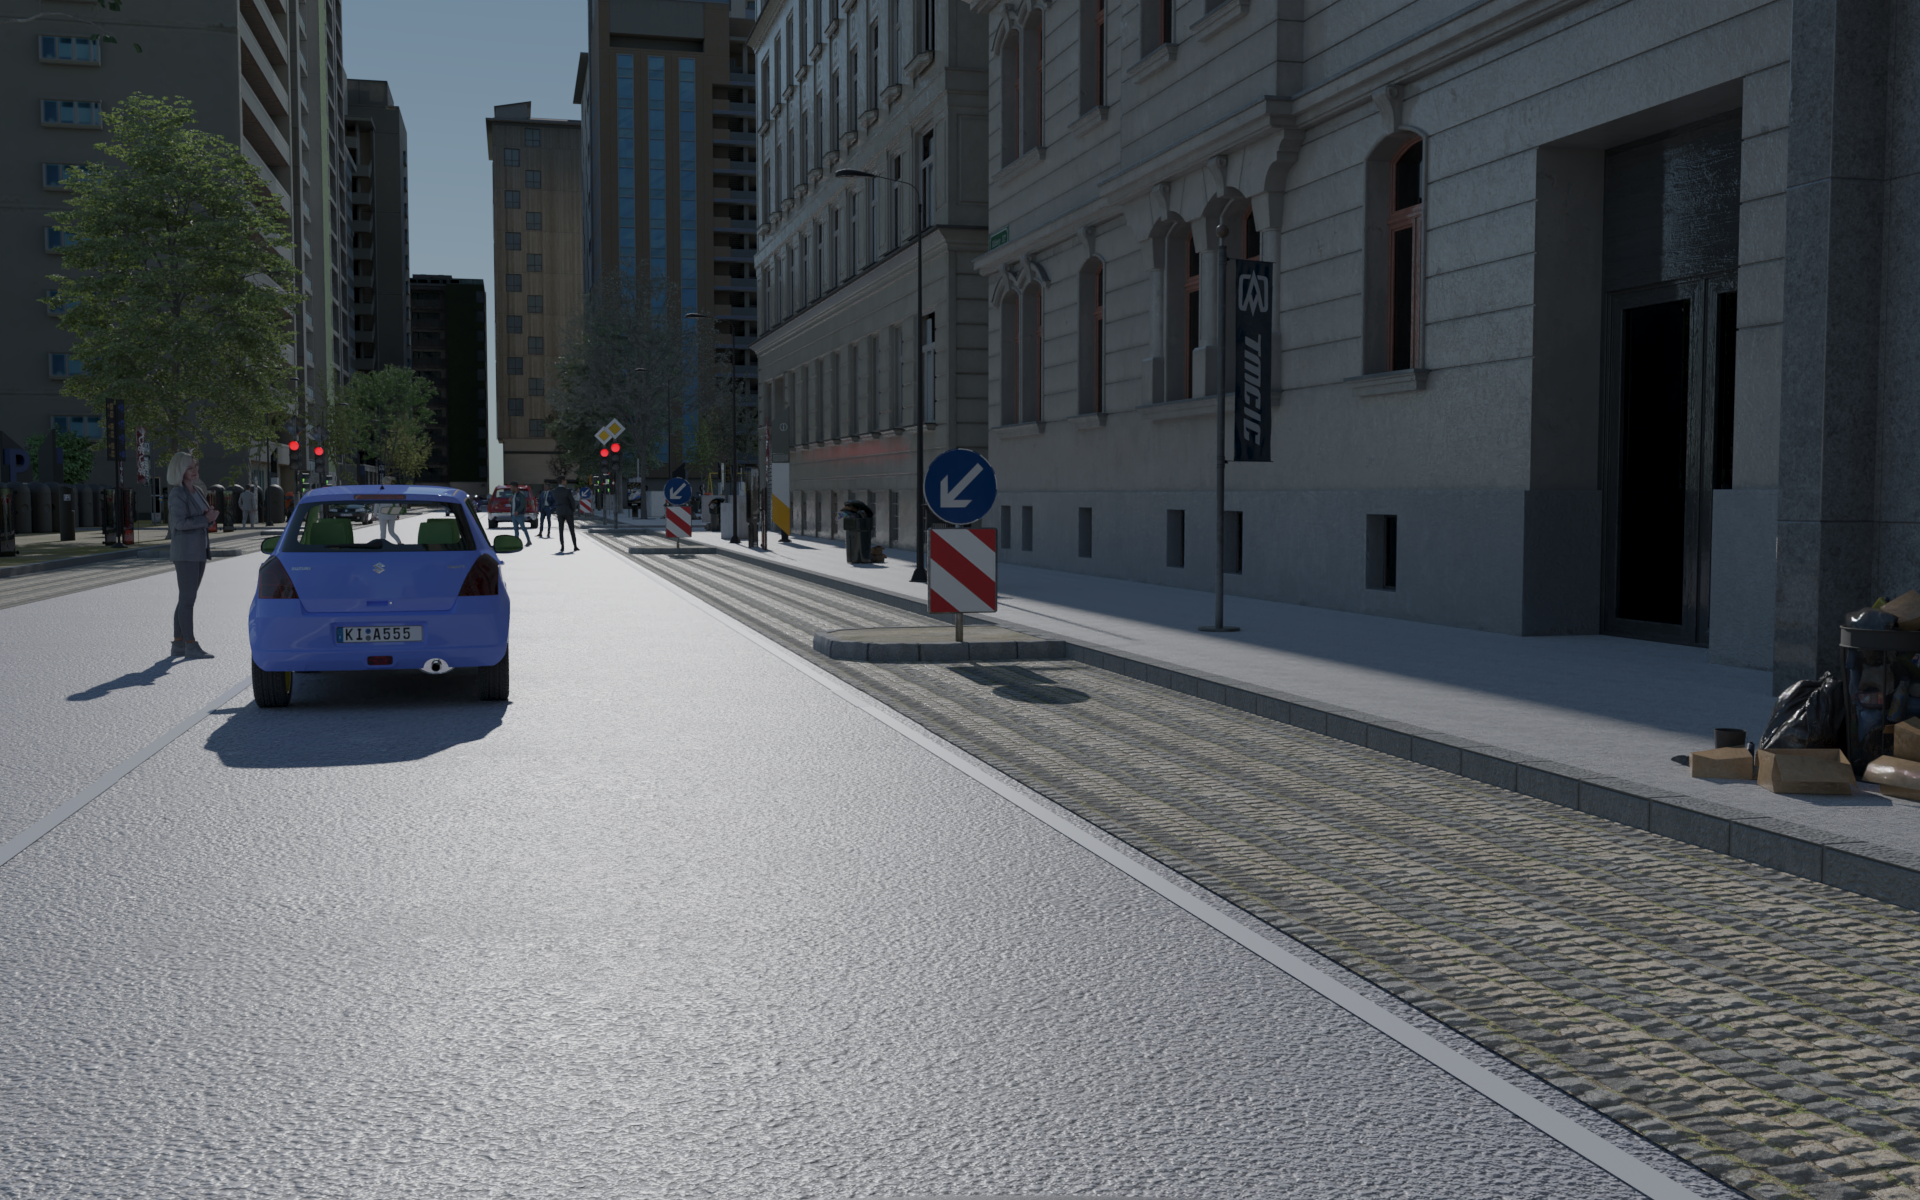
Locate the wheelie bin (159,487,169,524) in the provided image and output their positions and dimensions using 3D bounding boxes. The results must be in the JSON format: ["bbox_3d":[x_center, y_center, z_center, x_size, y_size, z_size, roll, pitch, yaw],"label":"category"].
[{"bbox_3d":[-34.103,-4.100,74.943,0.980,1.594,0.693,-2,4,-28],"label":"wheelie bin"}]

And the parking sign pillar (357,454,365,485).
[{"bbox_3d":[-40.637,-7.890,117.470,1.447,3.967,1.447,-1,4,-22],"label":"parking sign pillar"}]

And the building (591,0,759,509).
[{"bbox_3d":[-25.536,-30.916,155.594,14.600,45.320,14.200,-1,4,-14],"label":"building"}]

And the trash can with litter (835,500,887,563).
[{"bbox_3d":[-1.818,-1.276,32.251,0.624,1.170,1.055,2,4,26],"label":"trash can with litter"}]

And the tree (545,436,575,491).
[{"bbox_3d":[-49.864,-16.283,216.595,4.360,8.622,3.978,0,3,0],"label":"tree"}]

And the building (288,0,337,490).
[{"bbox_3d":[-51.129,-26.589,118.325,14.154,41.232,14.086,-1,4,-14],"label":"building"}]

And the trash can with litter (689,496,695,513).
[{"bbox_3d":[-17.108,-6.215,113.001,1.055,1.170,0.624,-3,5,-39],"label":"trash can with litter"}]

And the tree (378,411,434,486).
[{"bbox_3d":[-50.209,-12.680,157.686,4.360,8.622,3.978,0,3,0],"label":"tree"}]

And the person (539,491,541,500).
[{"bbox_3d":[-43.636,-10.425,179.744,0.721,1.735,1.217,0,4,5],"label":"person"}]

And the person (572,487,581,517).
[{"bbox_3d":[-21.974,-5.534,99.075,0.850,1.850,0.679,2,4,27],"label":"person"}]

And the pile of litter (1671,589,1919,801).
[{"bbox_3d":[4.000,0.392,7.556,1.176,0.858,1.719,-2,4,-24],"label":"pile of litter"}]

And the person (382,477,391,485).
[{"bbox_3d":[-13.453,-1.984,40.813,0.818,1.842,0.514,2,4,30],"label":"person"}]

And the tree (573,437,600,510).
[{"bbox_3d":[-29.742,-11.607,140.144,4.737,8.622,4.395,0,3,0],"label":"tree"}]

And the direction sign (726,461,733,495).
[{"bbox_3d":[-15.460,-7.635,116.832,0.876,3.537,0.379,2,4,33],"label":"direction sign"}]

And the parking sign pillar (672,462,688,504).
[{"bbox_3d":[-23.416,-9.569,144.927,1.447,3.967,1.447,2,4,24],"label":"parking sign pillar"}]

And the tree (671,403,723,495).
[{"bbox_3d":[-20.245,-11.328,135.574,4.737,8.622,4.395,0,3,0],"label":"tree"}]

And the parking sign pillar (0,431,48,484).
[{"bbox_3d":[-40.437,-5.247,74.259,1.447,3.967,1.447,1,4,17],"label":"parking sign pillar"}]

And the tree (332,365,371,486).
[{"bbox_3d":[-34.988,-8.981,97.210,4.737,8.622,4.395,0,3,0],"label":"tree"}]

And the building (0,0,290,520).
[{"bbox_3d":[-48.262,-28.655,92.206,21.300,48.544,21.600,-1,4,-14],"label":"building"}]

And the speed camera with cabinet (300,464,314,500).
[{"bbox_3d":[-42.794,-7.248,112.847,0.660,3.252,2.038,3,4,38],"label":"speed camera with cabinet"}]

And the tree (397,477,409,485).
[{"bbox_3d":[-55.891,-11.009,174.605,1.663,3.219,1.824,0,3,0],"label":"tree"}]

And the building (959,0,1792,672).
[{"bbox_3d":[9.207,-14.440,23.481,14.401,28.519,23.554,-1,4,-14],"label":"building"}]

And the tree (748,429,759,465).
[{"bbox_3d":[-14.759,-11.587,139.814,4.737,8.622,4.395,0,3,0],"label":"tree"}]

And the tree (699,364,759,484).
[{"bbox_3d":[-12.730,-9.015,97.761,4.360,8.622,3.978,0,3,0],"label":"tree"}]

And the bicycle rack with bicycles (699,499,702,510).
[{"bbox_3d":[-20.658,-7.809,141.063,2.852,0.926,2.925,0,4,-3],"label":"bicycle rack with bicycles"}]

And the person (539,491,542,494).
[{"bbox_3d":[-46.205,-11.163,191.035,1.348,1.821,0.705,0,4,-8],"label":"person"}]

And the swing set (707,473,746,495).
[{"bbox_3d":[-16.966,-7.969,127.905,3.119,2.851,2.862,-1,4,-21],"label":"swing set"}]

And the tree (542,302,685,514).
[{"bbox_3d":[-22.630,-12.671,113.831,9.857,13.997,8.962,0,3,0],"label":"tree"}]

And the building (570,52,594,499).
[{"bbox_3d":[-30.776,-37.773,206.825,28.713,52.752,27.495,-1,4,-14],"label":"building"}]

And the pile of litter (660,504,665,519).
[{"bbox_3d":[-14.981,-4.658,90.122,1.176,0.858,1.719,-2,4,-28],"label":"pile of litter"}]

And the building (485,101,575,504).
[{"bbox_3d":[-51.570,-39.954,242.485,27.495,52.752,28.713,-1,4,-14],"label":"building"}]

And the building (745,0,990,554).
[{"bbox_3d":[3.236,-13.270,50.248,16.112,22.955,30.059,-1,4,-14],"label":"building"}]

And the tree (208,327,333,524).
[{"bbox_3d":[-29.990,-7.544,73.704,4.737,8.622,4.395,0,3,0],"label":"tree"}]

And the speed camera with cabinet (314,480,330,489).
[{"bbox_3d":[-40.041,-7.069,109.910,2.038,3.252,0.660,3,5,44],"label":"speed camera with cabinet"}]

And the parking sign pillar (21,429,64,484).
[{"bbox_3d":[-37.843,-5.115,72.107,1.447,3.967,1.447,3,4,37],"label":"parking sign pillar"}]

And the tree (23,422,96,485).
[{"bbox_3d":[-41.241,-5.852,79.387,4.285,4.588,4.351,0,3,0],"label":"tree"}]

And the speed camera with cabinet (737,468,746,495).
[{"bbox_3d":[-16.238,-8.358,130.996,0.660,3.252,2.038,2,4,33],"label":"speed camera with cabinet"}]

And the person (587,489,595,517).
[{"bbox_3d":[-20.925,-5.427,98.231,0.512,1.701,0.522,1,4,12],"label":"person"}]

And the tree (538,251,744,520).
[{"bbox_3d":[-16.089,-10.837,87.555,12.009,13.543,11.850,0,3,0],"label":"tree"}]

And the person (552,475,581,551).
[{"bbox_3d":[-9.950,-2.192,43.695,0.648,1.900,0.474,0,4,5],"label":"person"}]

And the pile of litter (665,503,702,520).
[{"bbox_3d":[-13.534,-4.421,86.242,1.719,0.858,1.176,3,4,36],"label":"pile of litter"}]

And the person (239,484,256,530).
[{"bbox_3d":[-26.173,-3.355,63.632,0.678,1.792,0.850,0,4,-7],"label":"person"}]

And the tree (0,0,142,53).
[{"bbox_3d":[-17.397,-10.338,24.912,12.611,20.169,13.585,0,3,0],"label":"tree"}]

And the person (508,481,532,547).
[{"bbox_3d":[-12.054,-2.348,47.236,0.623,1.781,0.721,2,4,32],"label":"person"}]

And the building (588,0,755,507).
[{"bbox_3d":[-27.167,-38.869,177.509,21.231,58.520,28.212,-1,4,-14],"label":"building"}]

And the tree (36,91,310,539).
[{"bbox_3d":[-22.565,-8.062,49.938,7.486,12.596,7.792,0,3,0],"label":"tree"}]

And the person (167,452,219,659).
[{"bbox_3d":[-6.740,-0.405,15.300,0.526,1.800,0.537,1,4,9],"label":"person"}]

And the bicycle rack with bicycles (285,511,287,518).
[{"bbox_3d":[-33.960,-4.313,83.893,2.925,0.926,2.852,0,4,8],"label":"bicycle rack with bicycles"}]

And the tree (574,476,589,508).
[{"bbox_3d":[-35.271,-10.140,160.383,1.663,3.219,1.824,0,3,0],"label":"tree"}]

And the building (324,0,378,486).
[{"bbox_3d":[-61.209,-43.354,147.094,20.563,71.187,20.611,-1,4,-14],"label":"building"}]

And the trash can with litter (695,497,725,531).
[{"bbox_3d":[-8.531,-2.959,59.768,0.624,1.170,1.055,-2,4,-34],"label":"trash can with litter"}]

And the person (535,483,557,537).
[{"bbox_3d":[-13.934,-3.034,58.292,0.721,1.800,0.419,1,4,9],"label":"person"}]

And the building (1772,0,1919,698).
[{"bbox_3d":[13.431,-11.258,2.095,12.078,24.808,19.932,-1,4,-14],"label":"building"}]

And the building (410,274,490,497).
[{"bbox_3d":[-70.227,-28.090,230.977,14.107,30.474,14.160,-1,4,-14],"label":"building"}]

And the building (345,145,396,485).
[{"bbox_3d":[-72.610,-29.182,169.001,32.217,40.220,23.993,-1,4,-14],"label":"building"}]

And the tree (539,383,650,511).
[{"bbox_3d":[-27.862,-12.162,133.269,8.767,10.594,7.601,-2,4,-23],"label":"tree"}]

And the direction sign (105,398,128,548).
[{"bbox_3d":[-20.057,-3.010,41.205,0.379,3.537,0.876,0,4,-1],"label":"direction sign"}]

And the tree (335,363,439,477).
[{"bbox_3d":[-45.118,-12.871,136.188,9.928,11.665,9.643,0,3,0],"label":"tree"}]

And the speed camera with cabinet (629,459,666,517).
[{"bbox_3d":[-17.558,-6.293,97.219,2.038,3.252,0.660,-3,5,-41],"label":"speed camera with cabinet"}]

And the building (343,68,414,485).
[{"bbox_3d":[-74.581,-35.148,198.375,21.600,48.544,21.300,-1,4,-14],"label":"building"}]
